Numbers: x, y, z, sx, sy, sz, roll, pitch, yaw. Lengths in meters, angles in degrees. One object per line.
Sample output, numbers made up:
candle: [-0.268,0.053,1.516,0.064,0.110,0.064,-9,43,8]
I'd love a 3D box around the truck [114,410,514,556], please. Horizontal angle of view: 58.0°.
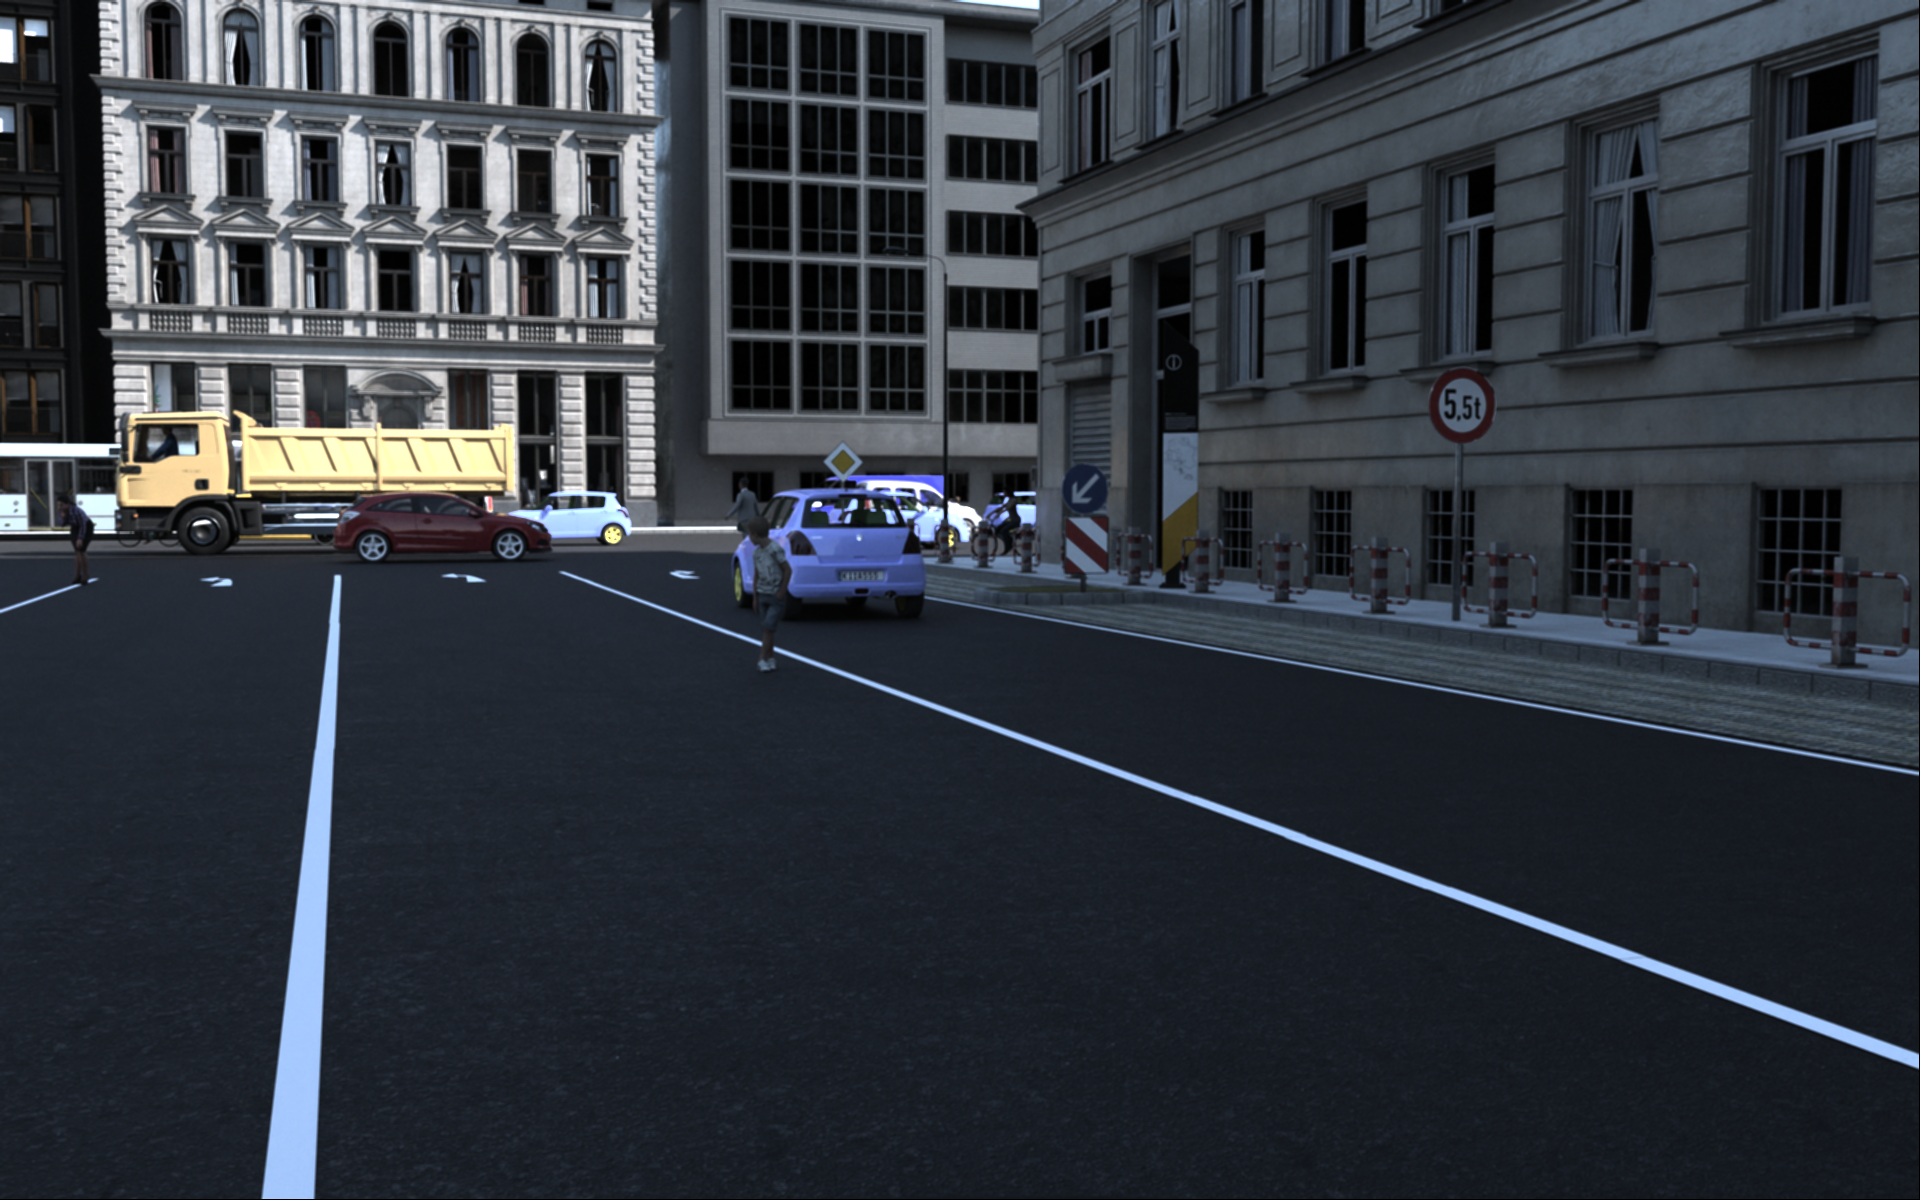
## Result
truck: [-15.907,-2.810,41.868,9.791,3.379,3.469,-1,4,-19]

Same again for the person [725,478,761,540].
person: [-4.739,-1.808,38.340,0.850,1.792,0.678,3,4,36]

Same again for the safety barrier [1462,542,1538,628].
safety barrier: [5.171,-0.144,16.628,0.300,0.817,1.120,-1,4,-19]

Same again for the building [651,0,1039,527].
building: [1.244,-15.716,76.029,30.058,24.678,14.314,-1,4,-19]

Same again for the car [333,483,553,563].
car: [-11.005,-1.708,36.971,4.494,1.783,2.155,-1,4,-18]

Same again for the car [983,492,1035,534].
car: [2.709,-3.240,62.573,3.694,1.707,1.945,-1,4,-21]

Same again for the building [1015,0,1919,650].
building: [13.010,-11.477,20.939,16.112,22.955,30.059,-1,4,-19]

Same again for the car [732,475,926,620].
car: [-1.683,-0.704,21.109,1.945,1.707,3.694,-1,4,-19]

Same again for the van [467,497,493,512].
van: [-16.151,-2.758,52.108,4.112,2.044,2.013,-1,4,-21]

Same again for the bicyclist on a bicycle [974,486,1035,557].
bicyclist on a bicycle: [1.011,-1.735,38.393,1.625,1.676,1.499,-1,4,-18]

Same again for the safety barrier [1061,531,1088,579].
safety barrier: [1.764,-0.731,26.225,0.300,0.817,1.120,-1,4,-19]

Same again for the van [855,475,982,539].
van: [-1.332,-2.907,54.543,4.112,2.044,2.013,-1,4,-20]

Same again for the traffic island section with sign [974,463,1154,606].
traffic island section with sign: [1.266,-0.885,23.106,1.989,1.847,2.006,-1,4,-19]

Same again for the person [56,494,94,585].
person: [-13.916,-0.949,27.243,0.421,1.427,0.697,1,4,8]

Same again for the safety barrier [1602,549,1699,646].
safety barrier: [5.852,-0.027,14.710,0.300,0.817,1.120,-1,4,-19]

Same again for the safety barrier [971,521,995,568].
safety barrier: [0.400,-0.966,30.070,0.300,0.817,1.120,-1,4,-19]

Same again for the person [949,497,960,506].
person: [-0.211,-2.805,58.265,0.435,1.345,0.340,0,4,7]

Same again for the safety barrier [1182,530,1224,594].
safety barrier: [3.129,-0.496,22.383,0.300,0.817,1.120,-1,4,-19]

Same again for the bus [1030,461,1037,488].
bus: [5.798,-3.688,55.160,2.948,3.499,13.247,-1,4,-21]

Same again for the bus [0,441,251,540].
bus: [-28.252,-3.618,54.015,13.247,3.499,2.948,-1,4,-18]

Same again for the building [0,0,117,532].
building: [-39.254,-14.161,61.211,15.834,23.373,12.332,-1,4,-19]

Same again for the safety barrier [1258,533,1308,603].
safety barrier: [3.808,-0.379,20.464,0.300,0.817,1.120,-1,4,-19]

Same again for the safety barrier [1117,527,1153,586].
safety barrier: [2.448,-0.613,24.301,0.300,0.817,1.120,-1,4,-19]

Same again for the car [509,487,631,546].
car: [-11.110,-2.377,48.449,3.694,1.707,1.945,-1,4,-19]

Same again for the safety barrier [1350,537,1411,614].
safety barrier: [4.490,-0.261,18.547,0.300,0.817,1.120,-1,4,-19]

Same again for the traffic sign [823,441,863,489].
traffic sign: [-2.221,-1.785,32.832,0.795,2.450,0.064,-1,4,-19]

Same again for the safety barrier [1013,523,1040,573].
safety barrier: [1.082,-0.848,28.147,0.300,0.817,1.120,-1,4,-19]

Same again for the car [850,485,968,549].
car: [-1.623,-2.171,45.094,3.694,1.707,1.945,-1,4,-19]

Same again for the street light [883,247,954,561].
street light: [-0.787,-3.691,32.896,1.470,5.913,1.316,-1,4,-19]

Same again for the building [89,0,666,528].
building: [-21.742,-14.509,66.105,19.941,23.489,11.050,-1,4,-19]

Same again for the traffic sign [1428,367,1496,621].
traffic sign: [5.026,-1.062,17.467,0.768,2.556,0.104,-1,4,-16]

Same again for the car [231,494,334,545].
car: [-19.132,-2.357,48.755,3.980,1.641,2.015,-1,4,-19]

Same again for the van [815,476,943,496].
van: [-3.094,-3.258,57.654,5.245,2.365,2.240,-1,4,-19]

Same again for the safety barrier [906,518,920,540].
safety barrier: [-0.967,-1.202,33.920,0.300,0.817,1.120,-1,4,-19]

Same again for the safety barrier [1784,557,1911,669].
safety barrier: [6.530,0.091,12.783,0.300,0.817,1.120,-1,4,-19]

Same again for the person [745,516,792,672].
person: [-1.552,-0.053,14.054,0.352,1.250,0.332,-1,4,-16]

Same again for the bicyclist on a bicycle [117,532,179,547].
bicyclist on a bicycle: [-21.984,-2.259,46.949,1.625,1.676,1.499,-1,4,-21]

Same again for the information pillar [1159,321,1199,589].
information pillar: [2.978,-1.965,23.478,0.504,3.616,0.183,1,4,16]

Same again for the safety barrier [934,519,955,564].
safety barrier: [-0.286,-1.084,31.992,0.300,0.817,1.120,-1,4,-19]
